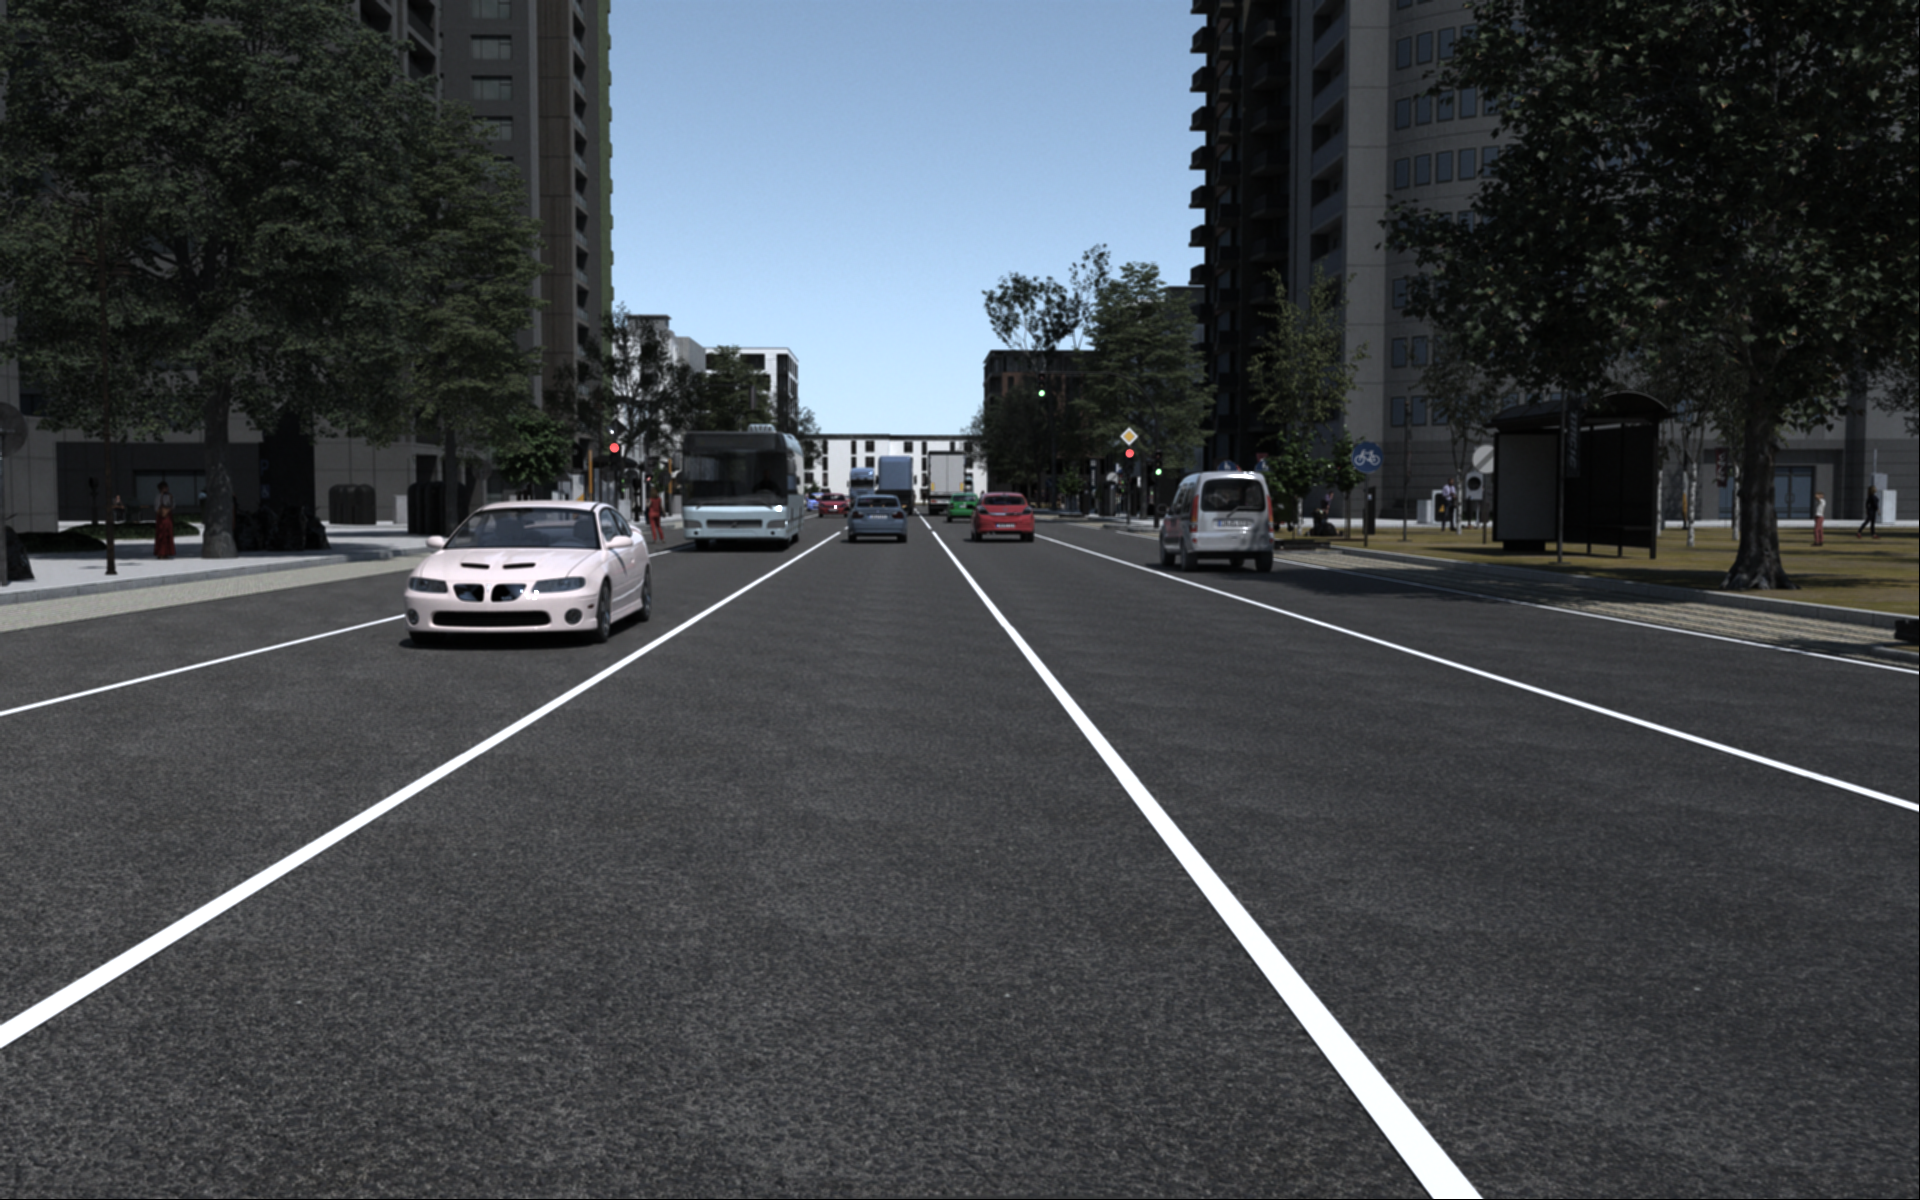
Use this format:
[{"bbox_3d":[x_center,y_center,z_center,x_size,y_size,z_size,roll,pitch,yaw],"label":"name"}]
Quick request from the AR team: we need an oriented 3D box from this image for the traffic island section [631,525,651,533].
[{"bbox_3d":[-12.716,-2.555,64.057,2.009,0.180,2.903,0,4,-2],"label":"traffic island section"}]

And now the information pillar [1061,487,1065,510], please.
[{"bbox_3d":[8.523,-8.503,143.514,0.304,2.012,0.304,0,4,-1],"label":"information pillar"}]

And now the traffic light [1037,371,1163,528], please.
[{"bbox_3d":[5.226,-5.487,64.382,4.771,5.953,1.251,0,4,-2],"label":"traffic light"}]

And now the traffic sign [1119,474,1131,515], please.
[{"bbox_3d":[10.296,-6.620,108.343,0.768,2.556,0.104,0,4,0],"label":"traffic sign"}]

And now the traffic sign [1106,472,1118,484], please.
[{"bbox_3d":[8.827,-6.113,100.046,0.768,2.556,0.104,0,4,5],"label":"traffic sign"}]

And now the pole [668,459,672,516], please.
[{"bbox_3d":[-16.681,-6.469,99.608,0.158,3.312,0.155,0,3,0],"label":"pole"}]

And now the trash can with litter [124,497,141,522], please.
[{"bbox_3d":[-29.223,-3.062,61.454,1.055,1.170,0.624,3,5,44],"label":"trash can with litter"}]

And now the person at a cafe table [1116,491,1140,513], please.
[{"bbox_3d":[11.433,-6.746,118.816,1.622,1.524,1.698,0,4,-3],"label":"person at a cafe table"}]

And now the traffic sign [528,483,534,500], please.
[{"bbox_3d":[-17.751,-4.276,72.039,0.606,2.300,0.079,0,4,4],"label":"traffic sign"}]

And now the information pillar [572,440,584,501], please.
[{"bbox_3d":[-16.219,-5.025,73.509,0.504,3.616,0.183,0,4,3],"label":"information pillar"}]

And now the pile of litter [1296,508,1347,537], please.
[{"bbox_3d":[11.052,-2.369,52.693,1.176,0.858,1.719,-2,4,-30],"label":"pile of litter"}]

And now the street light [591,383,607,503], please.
[{"bbox_3d":[-15.008,-6.082,72.222,0.468,5.910,1.993,0,4,-2],"label":"street light"}]

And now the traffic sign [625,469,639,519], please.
[{"bbox_3d":[-16.796,-5.411,88.583,0.768,2.556,0.104,0,4,-2],"label":"traffic sign"}]

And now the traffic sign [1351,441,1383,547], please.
[{"bbox_3d":[9.856,-2.562,41.991,0.768,2.556,0.104,0,4,7],"label":"traffic sign"}]

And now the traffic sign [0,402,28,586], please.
[{"bbox_3d":[-13.302,-1.462,24.016,0.768,2.556,0.104,0,4,2],"label":"traffic sign"}]

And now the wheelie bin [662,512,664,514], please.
[{"bbox_3d":[-19.508,-6.360,111.894,0.980,1.594,0.693,-2,4,-25],"label":"wheelie bin"}]

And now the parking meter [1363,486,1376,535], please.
[{"bbox_3d":[12.911,-2.827,54.640,0.372,1.533,0.369,0,3,0],"label":"parking meter"}]

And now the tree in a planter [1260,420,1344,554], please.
[{"bbox_3d":[8.101,-2.735,41.945,1.991,3.239,1.994,0,4,-2],"label":"tree in a planter"}]

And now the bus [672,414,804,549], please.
[{"bbox_3d":[-5.821,-3.244,47.906,2.948,3.499,13.247,0,4,-3],"label":"bus"}]

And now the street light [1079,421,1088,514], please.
[{"bbox_3d":[7.826,-8.386,109.896,0.468,5.910,1.993,0,4,-2],"label":"street light"}]

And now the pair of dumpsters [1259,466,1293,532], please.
[{"bbox_3d":[10.643,-3.574,60.922,1.574,2.255,4.437,0,4,-2],"label":"pair of dumpsters"}]

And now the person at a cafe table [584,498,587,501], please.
[{"bbox_3d":[-20.746,-5.543,99.144,1.622,1.524,1.698,1,4,12],"label":"person at a cafe table"}]

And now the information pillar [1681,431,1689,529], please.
[{"bbox_3d":[26.458,-4.390,63.138,0.183,3.616,0.504,2,4,31],"label":"information pillar"}]

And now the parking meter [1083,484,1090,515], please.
[{"bbox_3d":[7.594,-6.000,103.814,0.399,1.863,0.255,0,4,5],"label":"parking meter"}]

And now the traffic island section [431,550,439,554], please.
[{"bbox_3d":[-11.688,-1.194,42.396,1.991,0.108,1.994,0,4,-2],"label":"traffic island section"}]

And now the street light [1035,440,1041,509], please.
[{"bbox_3d":[6.683,-10.679,147.396,0.468,5.910,1.993,0,4,-2],"label":"street light"}]

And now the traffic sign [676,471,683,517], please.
[{"bbox_3d":[-15.475,-5.896,96.498,0.768,2.556,0.104,0,4,4],"label":"traffic sign"}]

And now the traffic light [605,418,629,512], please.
[{"bbox_3d":[-12.676,-4.587,63.924,0.839,4.253,0.868,0,4,-2],"label":"traffic light"}]

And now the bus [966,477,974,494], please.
[{"bbox_3d":[0.064,-12.063,192.092,2.948,3.499,13.247,0,4,-1],"label":"bus"}]

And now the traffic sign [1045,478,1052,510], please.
[{"bbox_3d":[7.199,-8.482,138.779,0.768,2.556,0.104,0,4,1],"label":"traffic sign"}]

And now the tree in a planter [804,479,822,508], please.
[{"bbox_3d":[-16.869,-12.457,200.895,1.991,3.239,1.994,0,4,-2],"label":"tree in a planter"}]

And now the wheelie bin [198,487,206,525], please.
[{"bbox_3d":[-31.581,-3.973,72.863,0.693,1.594,0.980,1,4,16],"label":"wheelie bin"}]

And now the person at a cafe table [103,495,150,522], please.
[{"bbox_3d":[-38.577,-4.217,79.805,1.726,1.238,1.698,3,5,42],"label":"person at a cafe table"}]

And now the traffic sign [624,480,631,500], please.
[{"bbox_3d":[-19.037,-6.043,98.804,0.884,2.594,0.081,0,4,7],"label":"traffic sign"}]

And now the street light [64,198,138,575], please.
[{"bbox_3d":[-13.527,-3.342,27.422,0.468,5.910,1.993,0,4,-2],"label":"street light"}]

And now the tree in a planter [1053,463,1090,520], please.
[{"bbox_3d":[6.270,-6.145,97.700,1.991,3.239,1.994,0,4,-2],"label":"tree in a planter"}]

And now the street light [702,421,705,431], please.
[{"bbox_3d":[-16.225,-8.375,109.719,0.468,5.910,1.993,0,4,-2],"label":"street light"}]

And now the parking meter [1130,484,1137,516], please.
[{"bbox_3d":[10.101,-5.810,100.704,0.255,1.863,0.399,-2,4,-25],"label":"parking meter"}]

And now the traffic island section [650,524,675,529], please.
[{"bbox_3d":[-12.978,-3.043,72.038,2.009,0.180,2.903,0,4,-2],"label":"traffic island section"}]

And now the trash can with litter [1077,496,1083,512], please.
[{"bbox_3d":[8.658,-6.722,121.288,0.624,1.170,1.055,1,4,22],"label":"trash can with litter"}]

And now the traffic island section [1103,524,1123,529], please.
[{"bbox_3d":[7.093,-3.083,72.687,2.009,0.180,2.903,0,4,-2],"label":"traffic island section"}]

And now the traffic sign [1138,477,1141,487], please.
[{"bbox_3d":[10.888,-6.194,103.402,0.606,2.300,0.079,0,4,1],"label":"traffic sign"}]

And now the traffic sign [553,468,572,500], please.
[{"bbox_3d":[-16.974,-4.512,73.783,0.884,2.594,0.081,0,4,7],"label":"traffic sign"}]

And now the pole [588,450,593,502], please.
[{"bbox_3d":[-17.147,-5.291,80.356,0.158,3.312,0.155,0,3,0],"label":"pole"}]

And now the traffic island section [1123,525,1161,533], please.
[{"bbox_3d":[7.354,-2.595,64.707,2.009,0.180,2.903,0,4,-2],"label":"traffic island section"}]

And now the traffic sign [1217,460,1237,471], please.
[{"bbox_3d":[10.142,-4.019,65.812,0.768,2.556,0.104,0,4,-1],"label":"traffic sign"}]

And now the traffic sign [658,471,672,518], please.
[{"bbox_3d":[-15.997,-5.730,93.799,0.768,2.556,0.104,0,4,6],"label":"traffic sign"}]

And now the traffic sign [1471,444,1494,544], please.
[{"bbox_3d":[13.450,-2.705,44.337,0.768,2.556,0.104,0,4,2],"label":"traffic sign"}]

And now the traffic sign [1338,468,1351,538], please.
[{"bbox_3d":[11.285,-3.063,50.191,0.768,2.556,0.104,0,4,3],"label":"traffic sign"}]

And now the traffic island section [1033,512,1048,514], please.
[{"bbox_3d":[5.343,-6.307,125.984,1.991,0.108,1.994,0,4,-2],"label":"traffic island section"}]

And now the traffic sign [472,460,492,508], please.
[{"bbox_3d":[-17.649,-3.903,63.918,0.768,2.556,0.104,0,4,6],"label":"traffic sign"}]

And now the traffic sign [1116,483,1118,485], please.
[{"bbox_3d":[10.070,-6.947,113.689,0.768,2.556,0.104,0,4,1],"label":"traffic sign"}]

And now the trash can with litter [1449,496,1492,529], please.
[{"bbox_3d":[19.153,-3.285,64.761,1.678,1.210,2.233,1,4,15],"label":"trash can with litter"}]

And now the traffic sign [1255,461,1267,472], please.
[{"bbox_3d":[11.404,-3.958,64.822,0.768,2.556,0.104,0,4,2],"label":"traffic sign"}]

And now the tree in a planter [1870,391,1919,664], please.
[{"bbox_3d":[8.989,-1.072,14.743,1.991,3.239,1.994,0,4,-2],"label":"tree in a planter"}]

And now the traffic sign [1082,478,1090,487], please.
[{"bbox_3d":[10.066,-8.526,139.408,0.884,2.594,0.081,0,4,-2],"label":"traffic sign"}]

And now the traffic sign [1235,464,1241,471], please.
[{"bbox_3d":[11.508,-4.470,73.183,0.768,2.556,0.104,0,4,3],"label":"traffic sign"}]

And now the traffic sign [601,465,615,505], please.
[{"bbox_3d":[-15.639,-4.707,77.068,0.768,2.556,0.104,0,4,5],"label":"traffic sign"}]
